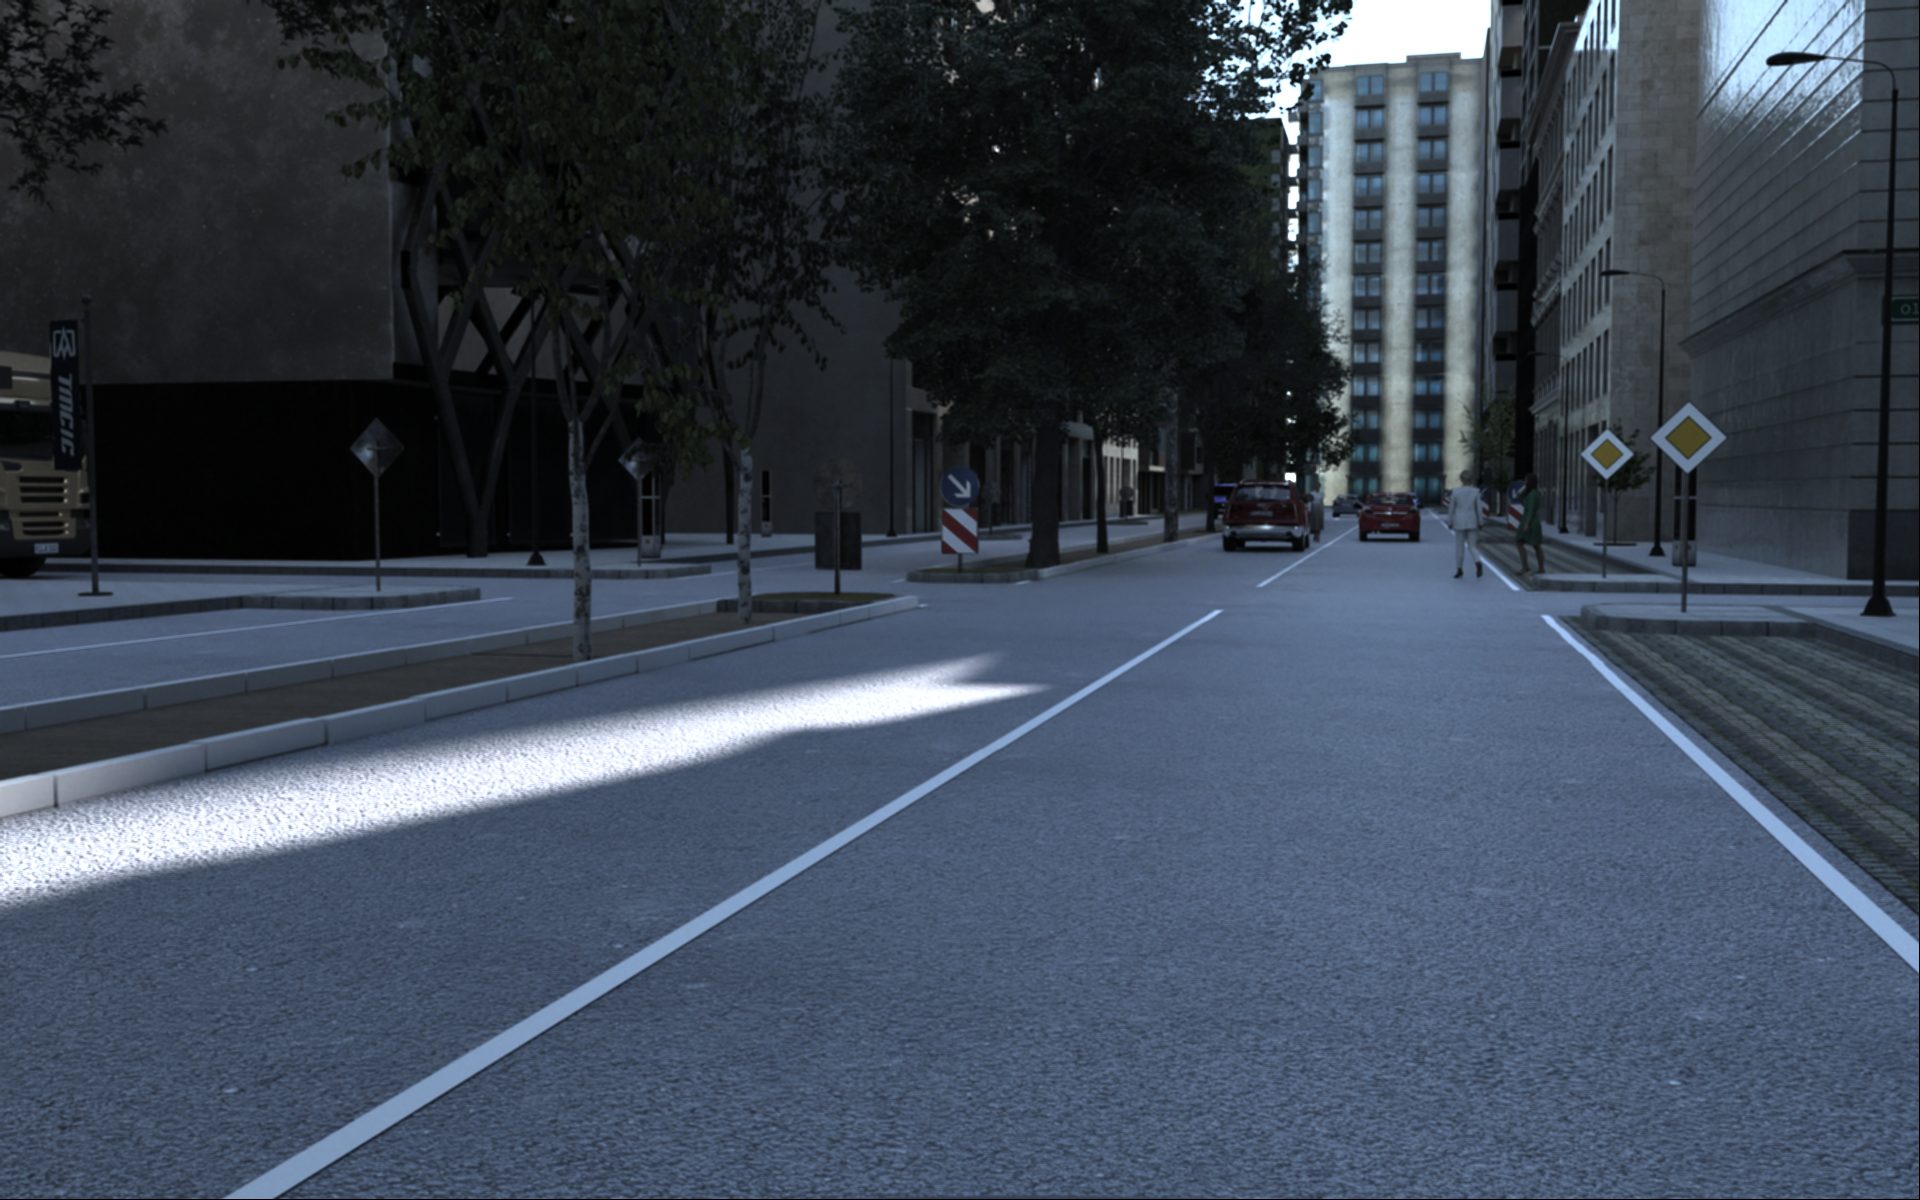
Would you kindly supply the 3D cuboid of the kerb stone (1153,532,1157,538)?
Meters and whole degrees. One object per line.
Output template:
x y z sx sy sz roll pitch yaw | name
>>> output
6.184 -2.075 56.124 0.120 0.150 1.000 1 4 15 | kerb stone

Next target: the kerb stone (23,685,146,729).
-5.581 0.686 10.980 0.120 0.150 1.000 1 4 15 | kerb stone

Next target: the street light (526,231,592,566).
-7.114 -3.569 30.897 1.470 5.913 1.316 1 4 15 | street light

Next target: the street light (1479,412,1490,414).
30.188 -7.699 98.422 1.470 5.913 1.316 1 4 15 | street light

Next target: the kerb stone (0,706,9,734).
-5.831 0.747 9.989 0.120 0.150 1.000 1 4 15 | kerb stone

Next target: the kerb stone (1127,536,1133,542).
4.901 -1.772 51.163 0.120 0.150 1.000 1 4 15 | kerb stone

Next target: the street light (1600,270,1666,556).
13.931 -3.874 35.875 1.470 5.913 1.316 1 4 15 | street light

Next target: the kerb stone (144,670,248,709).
-5.317 0.626 11.967 0.120 0.150 1.000 1 4 15 | kerb stone

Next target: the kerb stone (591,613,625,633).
-3.768 0.264 17.921 0.120 0.150 1.000 1 4 15 | kerb stone

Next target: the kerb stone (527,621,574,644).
-4.028 0.322 16.932 0.120 0.150 1.000 1 4 15 | kerb stone

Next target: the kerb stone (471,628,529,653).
-4.292 0.387 15.944 0.120 0.150 1.000 1 4 15 | kerb stone

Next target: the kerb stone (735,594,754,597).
-2.737 0.022 21.882 0.120 0.150 1.000 1 4 15 | kerb stone

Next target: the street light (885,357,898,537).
-1.530 -4.838 51.637 1.470 5.913 1.316 1 4 15 | street light

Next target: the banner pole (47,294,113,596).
-11.173 -1.951 21.915 0.863 3.779 0.401 1 4 20 | banner pole

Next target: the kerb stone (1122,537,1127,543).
4.626 -1.711 50.174 0.120 0.150 1.000 1 4 15 | kerb stone

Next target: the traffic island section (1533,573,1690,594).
9.891 -0.260 26.539 2.009 0.180 2.903 1 4 15 | traffic island section

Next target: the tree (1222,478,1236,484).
22.551 -10.138 149.468 4.285 4.588 4.351 0 3 0 | tree

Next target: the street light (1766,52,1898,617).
9.173 -2.796 18.253 1.470 5.913 1.316 1 4 15 | street light

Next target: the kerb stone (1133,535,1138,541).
5.147 -1.832 52.156 0.120 0.150 1.000 1 4 15 | kerb stone

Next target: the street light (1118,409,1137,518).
9.271 -7.383 93.252 1.470 5.913 1.316 1 4 15 | street light

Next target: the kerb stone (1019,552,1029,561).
1.265 -0.922 37.267 0.120 0.150 1.000 1 4 15 | kerb stone

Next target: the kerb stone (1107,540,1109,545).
3.855 -1.526 47.185 0.120 0.150 1.000 1 4 15 | kerb stone

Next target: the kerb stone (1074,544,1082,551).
2.818 -1.283 43.216 0.120 0.150 1.000 1 4 15 | kerb stone

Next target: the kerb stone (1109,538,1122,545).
4.380 -1.644 49.181 0.120 0.150 1.000 1 4 15 | kerb stone

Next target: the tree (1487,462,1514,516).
32.425 -6.633 103.055 1.663 3.219 1.824 0 3 0 | tree

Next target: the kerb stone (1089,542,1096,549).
3.331 -1.407 45.201 0.120 0.150 1.000 1 4 15 | kerb stone

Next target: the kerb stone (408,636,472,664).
-4.545 0.448 14.940 0.120 0.150 1.000 1 4 15 | kerb stone

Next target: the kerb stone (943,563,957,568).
-0.282 -0.556 31.313 0.120 0.150 1.000 1 4 15 | kerb stone

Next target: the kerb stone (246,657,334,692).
-5.058 0.565 12.959 0.120 0.150 1.000 1 4 15 | kerb stone

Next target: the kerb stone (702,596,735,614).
-2.992 0.080 20.892 0.120 0.150 1.000 1 4 15 | kerb stone

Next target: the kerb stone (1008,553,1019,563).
1.016 -0.858 36.270 0.120 0.150 1.000 1 4 15 | kerb stone

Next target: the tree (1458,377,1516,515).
33.513 -9.663 108.352 4.737 8.622 4.395 0 3 0 | tree

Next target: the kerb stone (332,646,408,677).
-4.798 0.504 13.950 0.120 0.150 1.000 1 4 15 | kerb stone

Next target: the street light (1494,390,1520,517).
24.697 -6.429 77.658 1.470 5.913 1.316 1 4 15 | street light

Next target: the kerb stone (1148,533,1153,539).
5.926 -2.012 55.129 0.120 0.150 1.000 1 4 15 | kerb stone

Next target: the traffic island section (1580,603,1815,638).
7.879 0.212 18.810 2.009 0.180 2.903 1 4 15 | traffic island section

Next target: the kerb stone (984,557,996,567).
0.493 -0.738 34.284 0.120 0.150 1.000 1 4 15 | kerb stone

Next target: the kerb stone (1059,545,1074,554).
2.555 -1.224 42.223 0.120 0.150 1.000 1 4 15 | kerb stone

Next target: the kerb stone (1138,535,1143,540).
5.410 -1.891 53.149 0.120 0.150 1.000 1 4 15 | kerb stone

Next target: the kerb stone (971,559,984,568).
0.238 -0.679 33.294 0.120 0.150 1.000 1 4 15 | kerb stone

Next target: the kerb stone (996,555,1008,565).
0.756 -0.800 35.282 0.120 0.150 1.000 1 4 15 | kerb stone

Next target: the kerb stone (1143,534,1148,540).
5.663 -1.954 54.139 0.120 0.150 1.000 1 4 15 | kerb stone

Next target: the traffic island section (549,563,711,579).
-5.682 -0.508 30.583 2.009 0.180 2.903 1 4 15 | traffic island section

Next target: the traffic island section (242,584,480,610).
-7.694 -0.035 22.855 2.009 0.180 2.903 1 4 15 | traffic island section

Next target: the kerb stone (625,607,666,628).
-3.503 0.201 18.911 0.120 0.150 1.000 1 4 15 | kerb stone

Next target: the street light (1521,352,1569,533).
19.255 -5.146 56.682 1.470 5.913 1.316 1 4 15 | street light

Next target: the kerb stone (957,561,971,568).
-0.023 -0.618 32.306 0.120 0.150 1.000 1 4 15 | kerb stone

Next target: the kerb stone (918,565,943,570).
-0.539 -0.492 30.323 0.120 0.150 1.000 1 4 15 | kerb stone

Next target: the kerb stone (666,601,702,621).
-3.250 0.140 19.901 0.120 0.150 1.000 1 4 15 | kerb stone

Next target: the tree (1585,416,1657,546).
16.346 -2.969 43.140 1.663 3.219 1.824 0 3 0 | tree

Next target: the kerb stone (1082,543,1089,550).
3.074 -1.342 44.206 0.120 0.150 1.000 1 4 15 | kerb stone
